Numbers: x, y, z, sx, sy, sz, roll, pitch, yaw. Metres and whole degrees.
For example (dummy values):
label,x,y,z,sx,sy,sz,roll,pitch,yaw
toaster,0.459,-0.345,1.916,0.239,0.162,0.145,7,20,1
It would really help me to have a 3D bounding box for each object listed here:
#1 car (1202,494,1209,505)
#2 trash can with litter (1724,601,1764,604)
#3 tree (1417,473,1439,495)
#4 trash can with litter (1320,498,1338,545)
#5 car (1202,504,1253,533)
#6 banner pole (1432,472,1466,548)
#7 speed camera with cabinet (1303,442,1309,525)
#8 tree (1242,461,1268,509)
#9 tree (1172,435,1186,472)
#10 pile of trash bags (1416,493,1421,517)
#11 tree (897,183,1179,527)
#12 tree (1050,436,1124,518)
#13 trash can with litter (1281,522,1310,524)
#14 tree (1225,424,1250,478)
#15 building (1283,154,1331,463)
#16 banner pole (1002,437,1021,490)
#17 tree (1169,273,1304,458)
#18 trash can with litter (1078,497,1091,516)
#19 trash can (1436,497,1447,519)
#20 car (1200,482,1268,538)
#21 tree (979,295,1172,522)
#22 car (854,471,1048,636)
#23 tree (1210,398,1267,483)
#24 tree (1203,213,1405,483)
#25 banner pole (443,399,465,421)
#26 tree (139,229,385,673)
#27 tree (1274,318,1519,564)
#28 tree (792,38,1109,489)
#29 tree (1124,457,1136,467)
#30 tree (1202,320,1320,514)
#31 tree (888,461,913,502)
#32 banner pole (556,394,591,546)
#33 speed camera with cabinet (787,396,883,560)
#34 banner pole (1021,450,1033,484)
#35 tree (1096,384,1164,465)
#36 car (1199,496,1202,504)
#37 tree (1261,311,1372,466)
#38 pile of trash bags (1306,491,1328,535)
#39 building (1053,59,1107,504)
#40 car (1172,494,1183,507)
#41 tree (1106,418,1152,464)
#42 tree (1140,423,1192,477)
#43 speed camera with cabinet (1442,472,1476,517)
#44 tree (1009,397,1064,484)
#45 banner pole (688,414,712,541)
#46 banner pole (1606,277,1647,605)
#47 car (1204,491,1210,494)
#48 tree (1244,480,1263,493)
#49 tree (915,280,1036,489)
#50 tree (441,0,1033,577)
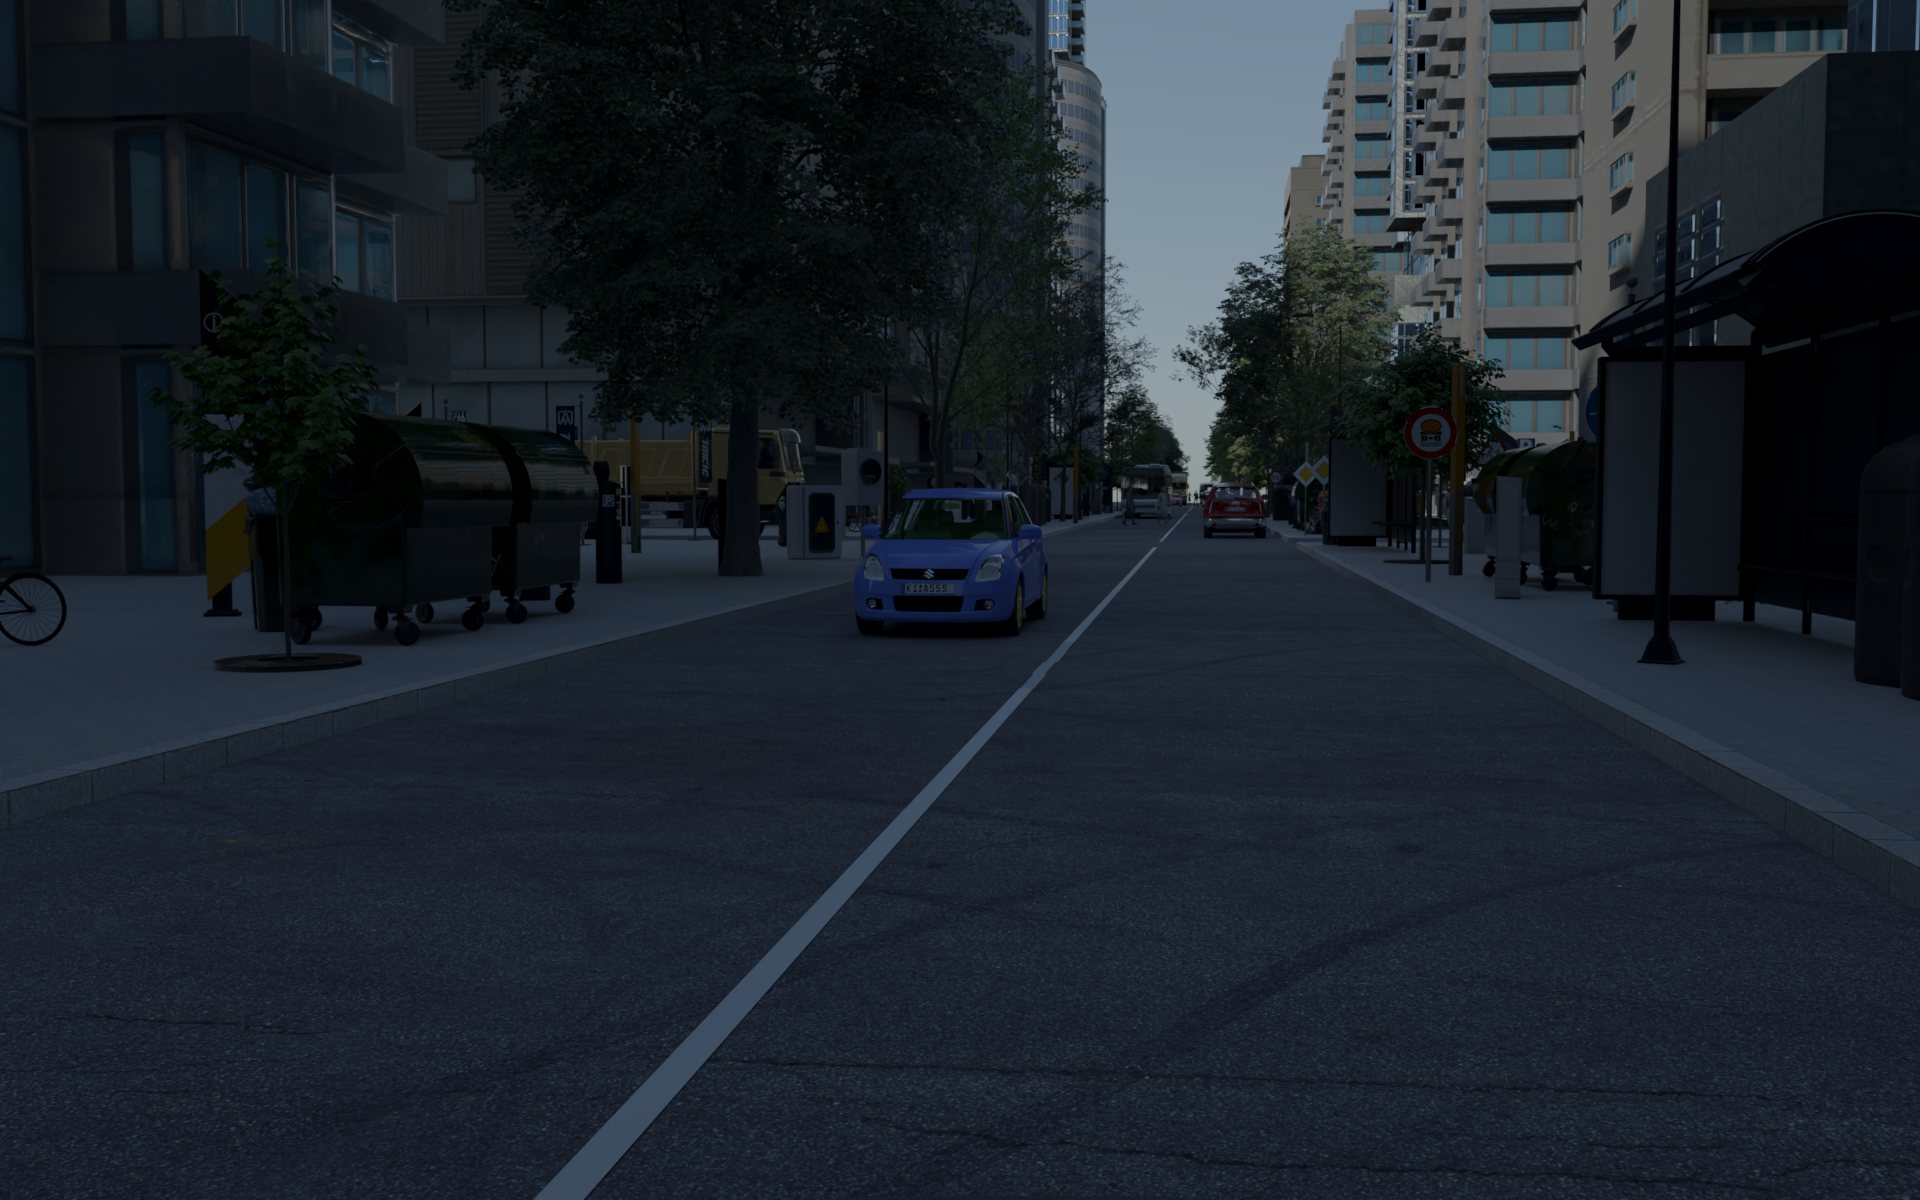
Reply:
label,x,y,z,sx,sy,sz,roll,pitch,yaw
car,27.142,-10.907,187.363,2.155,1.783,4.494,0,4,7
trash can with litter,9.843,-0.559,20.201,1.678,1.210,2.233,-3,5,-42
tree,18.858,-4.641,70.483,1.663,3.219,1.824,0,3,0
trash can with litter,9.569,-1.960,43.427,1.055,1.170,0.624,0,4,7
car,10.206,-3.292,65.822,2.014,1.417,4.499,0,4,6
banner pole,11.777,-3.154,41.586,0.863,3.779,0.401,0,4,-6
speed camera with cabinet,13.732,-4.365,65.697,0.660,3.252,2.038,-2,4,-27
tree,21.422,-8.374,120.622,4.285,4.588,4.351,0,3,0
tree,29.075,-19.393,251.490,8.767,10.594,7.601,2,4,33
pile of trash bags,21.311,-4.475,82.920,1.912,1.369,3.447,-1,4,-10
tree,2.607,-9.646,68.079,12.009,13.543,11.850,0,3,0
tree,6.347,-6.807,95.003,4.285,4.588,4.351,0,3,0
trash can with litter,15.057,-3.894,74.717,1.678,1.210,2.233,-3,4,-36
tree,27.602,-13.268,167.289,4.360,8.622,3.978,0,3,0
building,56.336,-37.822,242.087,21.300,48.544,21.600,0,4,8
banner pole,2.107,-5.225,75.438,0.401,3.779,0.863,3,4,38
tree,24.150,-18.020,150.511,12.611,20.169,13.585,0,3,0
trash can with litter,7.108,-5.511,101.496,1.055,1.170,0.624,-1,4,-21
trash can,25.292,-4.834,90.693,0.748,1.137,0.748,0,3,0
car,9.132,-2.999,57.709,2.281,1.827,5.304,0,4,8
tree,4.671,-8.930,80.417,8.767,10.594,7.601,1,4,17
car,-0.034,-0.560,18.754,1.945,1.707,3.694,1,4,9
tree,29.104,-15.373,177.101,9.928,11.665,9.643,0,3,0
tree,16.031,-10.637,80.563,9.857,13.997,8.962,0,3,0
banner pole,-13.345,-3.409,45.762,0.401,3.779,0.863,3,5,44
tree,-5.141,-1.113,12.795,1.663,3.219,1.824,0,3,0
tree,8.723,-2.967,32.221,4.285,4.588,4.351,0,3,0
tree,-0.460,-6.999,40.185,9.928,11.665,9.643,0,3,0
tree,12.467,-9.328,136.223,4.285,4.588,4.351,0,3,0
tree,20.311,-11.810,111.221,7.486,12.596,7.792,0,3,0
tree,-3.152,-5.936,91.649,1.663,3.219,1.824,0,3,0
banner pole,-9.660,-3.253,43.197,0.863,3.779,0.401,0,4,-3
speed camera with cabinet,-2.476,-2.456,34.493,2.038,3.252,0.660,-3,5,-42
banner pole,3.809,-6.586,97.699,0.863,3.779,0.401,-2,4,-30
tree,17.615,-15.916,178.358,7.486,12.596,7.792,0,3,0
car,34.337,-14.202,241.238,2.155,1.783,4.494,0,4,6
tree,14.188,-7.259,69.054,4.737,8.622,4.395,0,3,0
pile of trash bags,11.830,-2.758,54.846,1.912,1.369,3.447,1,4,21
building,8.383,-42.362,234.618,21.231,58.520,28.212,0,4,8
car,23.561,-11.130,191.020,2.155,1.783,4.494,0,4,7
tree,16.431,-13.290,167.649,4.737,8.622,4.395,0,3,0
tree,33.349,-22.456,284.170,9.611,12.733,9.660,0,3,0
speed camera with cabinet,27.397,-6.168,95.185,2.038,3.252,0.660,2,4,25
tree,5.281,-10.548,122.819,4.360,8.622,3.978,0,3,0
banner pole,-7.101,-3.514,47.479,0.863,3.779,0.401,2,4,32
banner pole,7.710,-1.823,19.818,0.401,3.779,0.863,0,4,6
car,28.571,-11.530,197.181,2.281,1.827,5.304,1,4,8
tree,23.143,-8.635,135.782,1.663,3.219,1.824,0,3,0
tree,0.834,-6.623,58.652,4.737,8.622,4.395,0,3,0
tree,-3.476,-7.357,26.942,9.857,13.997,8.962,0,3,0
